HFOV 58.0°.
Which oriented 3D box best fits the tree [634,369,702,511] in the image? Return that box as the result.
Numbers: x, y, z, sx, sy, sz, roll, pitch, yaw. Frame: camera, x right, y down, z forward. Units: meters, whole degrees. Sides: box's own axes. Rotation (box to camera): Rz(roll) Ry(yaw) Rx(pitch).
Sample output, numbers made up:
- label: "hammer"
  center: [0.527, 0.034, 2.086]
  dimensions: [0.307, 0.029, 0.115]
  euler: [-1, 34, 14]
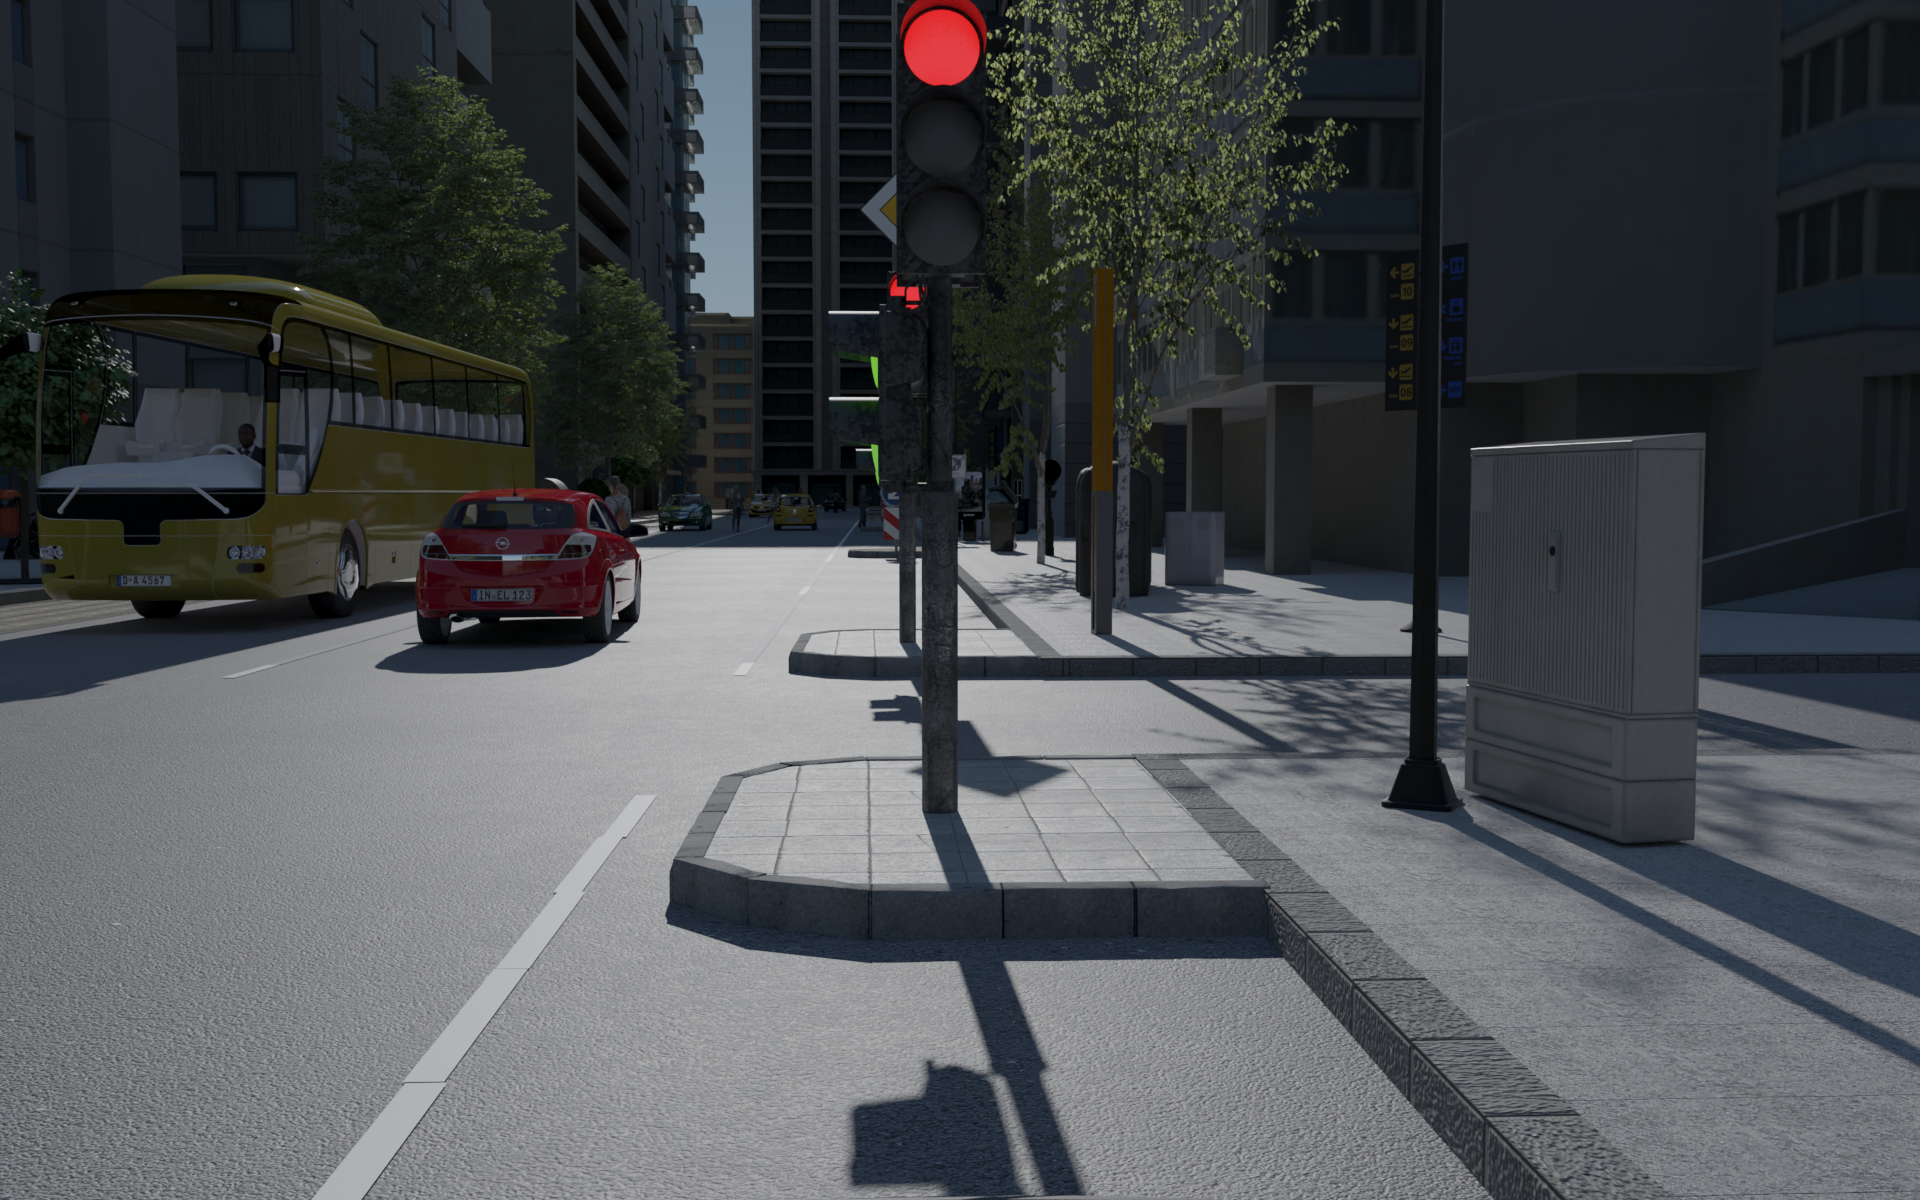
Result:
- label: "tree"
  center: [-17.129, -9.150, 99.960]
  dimensions: [4.737, 8.622, 4.395]
  euler: [0, 3, 0]

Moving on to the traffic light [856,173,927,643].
- label: "traffic light"
  center: [-0.472, -1.588, 14.878]
  dimensions: [0.839, 4.253, 0.868]
  euler: [0, 4, -3]

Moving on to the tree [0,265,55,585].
- label: "tree"
  center: [-13.562, -2.522, 24.952]
  dimensions: [4.285, 4.588, 4.351]
  euler: [0, 3, 0]

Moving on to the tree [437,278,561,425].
- label: "tree"
  center: [-15.296, -6.493, 56.519]
  dimensions: [4.737, 8.622, 4.395]
  euler: [0, 3, 0]

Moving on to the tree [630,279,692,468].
- label: "tree"
  center: [-17.003, -10.234, 85.450]
  dimensions: [7.486, 12.596, 7.792]
  euler: [0, 3, 0]

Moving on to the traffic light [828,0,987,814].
- label: "traffic light"
  center: [-0.100, -1.100, 6.901]
  dimensions: [0.839, 4.253, 0.868]
  euler: [0, 4, -3]

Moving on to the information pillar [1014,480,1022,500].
- label: "information pillar"
  center: [2.957, -5.149, 88.678]
  dimensions: [0.304, 2.012, 0.304]
  euler: [-3, 5, -41]

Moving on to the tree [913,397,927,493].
- label: "tree"
  center: [-2.389, -9.376, 103.667]
  dimensions: [4.360, 8.622, 3.978]
  euler: [0, 3, 0]

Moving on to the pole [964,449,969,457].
- label: "pole"
  center: [0.294, -5.155, 78.131]
  dimensions: [0.158, 3.312, 0.155]
  euler: [0, 3, 0]

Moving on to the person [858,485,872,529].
- label: "person"
  center: [-3.939, -3.865, 71.873]
  dimensions: [0.590, 1.801, 0.661]
  euler: [-1, 4, -10]

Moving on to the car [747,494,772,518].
- label: "car"
  center: [-12.106, -5.916, 106.948]
  dimensions: [2.015, 1.641, 3.980]
  euler: [0, 4, -2]

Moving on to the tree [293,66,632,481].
- label: "tree"
  center: [-14.037, -7.855, 46.564]
  dimensions: [7.486, 12.596, 7.792]
  euler: [0, 3, 0]

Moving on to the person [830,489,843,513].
- label: "person"
  center: [-9.417, -7.532, 131.662]
  dimensions: [1.348, 1.823, 0.705]
  euler: [3, 5, 41]

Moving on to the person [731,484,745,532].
- label: "person"
  center: [-8.395, -3.484, 65.643]
  dimensions: [0.537, 1.800, 0.526]
  euler: [-1, 4, -18]

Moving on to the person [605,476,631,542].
- label: "person"
  center: [-5.178, -1.013, 26.064]
  dimensions: [0.512, 1.701, 0.522]
  euler: [-3, 5, -40]

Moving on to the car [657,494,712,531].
- label: "car"
  center: [-10.902, -3.494, 68.922]
  dimensions: [2.131, 1.459, 4.920]
  euler: [0, 4, -3]

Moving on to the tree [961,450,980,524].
- label: "tree"
  center: [0.474, -4.921, 75.054]
  dimensions: [1.663, 3.219, 1.824]
  euler: [0, 3, 0]

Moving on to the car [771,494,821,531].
- label: "car"
  center: [-6.583, -3.625, 69.488]
  dimensions: [2.015, 1.641, 3.980]
  euler: [0, 4, -4]

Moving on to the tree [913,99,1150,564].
- label: "tree"
  center: [1.259, -4.978, 31.750]
  dimensions: [4.737, 8.622, 4.395]
  euler: [0, 3, 0]

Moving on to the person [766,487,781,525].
- label: "person"
  center: [-8.517, -4.280, 79.068]
  dimensions: [0.643, 1.750, 0.593]
  euler: [1, 4, 21]

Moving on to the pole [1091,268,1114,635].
- label: "pole"
  center: [1.297, -1.342, 15.783]
  dimensions: [0.158, 3.312, 0.155]
  euler: [0, 3, 0]

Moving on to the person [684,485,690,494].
- label: "person"
  center: [-12.248, -4.205, 77.256]
  dimensions: [0.388, 1.821, 0.555]
  euler: [-3, 4, -36]

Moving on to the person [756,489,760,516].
- label: "person"
  center: [-13.023, -6.223, 111.042]
  dimensions: [0.721, 1.735, 1.217]
  euler: [2, 4, 29]

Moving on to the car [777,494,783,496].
- label: "car"
  center: [-12.424, -6.659, 119.105]
  dimensions: [2.015, 1.641, 3.980]
  euler: [0, 4, -3]

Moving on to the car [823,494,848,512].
- label: "car"
  center: [-10.262, -8.119, 142.524]
  dimensions: [2.009, 1.686, 4.222]
  euler: [0, 4, -2]

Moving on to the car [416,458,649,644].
- label: "car"
  center: [-4.384, -0.552, 18.067]
  dimensions: [2.155, 1.783, 4.494]
  euler: [0, 4, -5]

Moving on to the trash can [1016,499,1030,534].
- label: "trash can"
  center: [1.904, -2.671, 55.332]
  dimensions: [0.748, 1.137, 0.748]
  euler: [0, 3, 0]

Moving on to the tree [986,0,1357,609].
- label: "tree"
  center: [2.054, -4.207, 19.153]
  dimensions: [4.360, 8.622, 3.978]
  euler: [0, 3, 0]

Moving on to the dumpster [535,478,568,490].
- label: "dumpster"
  center: [-15.214, -3.551, 63.811]
  dimensions: [1.264, 1.857, 1.865]
  euler: [0, 4, -3]

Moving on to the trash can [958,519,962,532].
- label: "trash can"
  center: [-0.255, -2.719, 56.115]
  dimensions: [0.748, 1.137, 0.748]
  euler: [0, 3, 0]

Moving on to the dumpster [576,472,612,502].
- label: "dumpster"
  center: [-15.877, -4.466, 75.507]
  dimensions: [1.502, 2.255, 1.985]
  euler: [0, 4, -3]

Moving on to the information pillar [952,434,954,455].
- label: "information pillar"
  center: [-0.258, -4.615, 66.812]
  dimensions: [0.183, 3.616, 0.504]
  euler: [1, 4, 8]

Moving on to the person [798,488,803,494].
- label: "person"
  center: [-10.297, -6.301, 111.527]
  dimensions: [1.348, 1.822, 0.705]
  euler: [2, 4, 24]

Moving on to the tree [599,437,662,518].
- label: "tree"
  center: [-17.779, -6.711, 93.436]
  dimensions: [4.285, 4.588, 4.351]
  euler: [0, 3, 0]

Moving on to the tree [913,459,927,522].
- label: "tree"
  center: [-1.448, -5.283, 80.974]
  dimensions: [1.663, 3.219, 1.824]
  euler: [0, 3, 0]
